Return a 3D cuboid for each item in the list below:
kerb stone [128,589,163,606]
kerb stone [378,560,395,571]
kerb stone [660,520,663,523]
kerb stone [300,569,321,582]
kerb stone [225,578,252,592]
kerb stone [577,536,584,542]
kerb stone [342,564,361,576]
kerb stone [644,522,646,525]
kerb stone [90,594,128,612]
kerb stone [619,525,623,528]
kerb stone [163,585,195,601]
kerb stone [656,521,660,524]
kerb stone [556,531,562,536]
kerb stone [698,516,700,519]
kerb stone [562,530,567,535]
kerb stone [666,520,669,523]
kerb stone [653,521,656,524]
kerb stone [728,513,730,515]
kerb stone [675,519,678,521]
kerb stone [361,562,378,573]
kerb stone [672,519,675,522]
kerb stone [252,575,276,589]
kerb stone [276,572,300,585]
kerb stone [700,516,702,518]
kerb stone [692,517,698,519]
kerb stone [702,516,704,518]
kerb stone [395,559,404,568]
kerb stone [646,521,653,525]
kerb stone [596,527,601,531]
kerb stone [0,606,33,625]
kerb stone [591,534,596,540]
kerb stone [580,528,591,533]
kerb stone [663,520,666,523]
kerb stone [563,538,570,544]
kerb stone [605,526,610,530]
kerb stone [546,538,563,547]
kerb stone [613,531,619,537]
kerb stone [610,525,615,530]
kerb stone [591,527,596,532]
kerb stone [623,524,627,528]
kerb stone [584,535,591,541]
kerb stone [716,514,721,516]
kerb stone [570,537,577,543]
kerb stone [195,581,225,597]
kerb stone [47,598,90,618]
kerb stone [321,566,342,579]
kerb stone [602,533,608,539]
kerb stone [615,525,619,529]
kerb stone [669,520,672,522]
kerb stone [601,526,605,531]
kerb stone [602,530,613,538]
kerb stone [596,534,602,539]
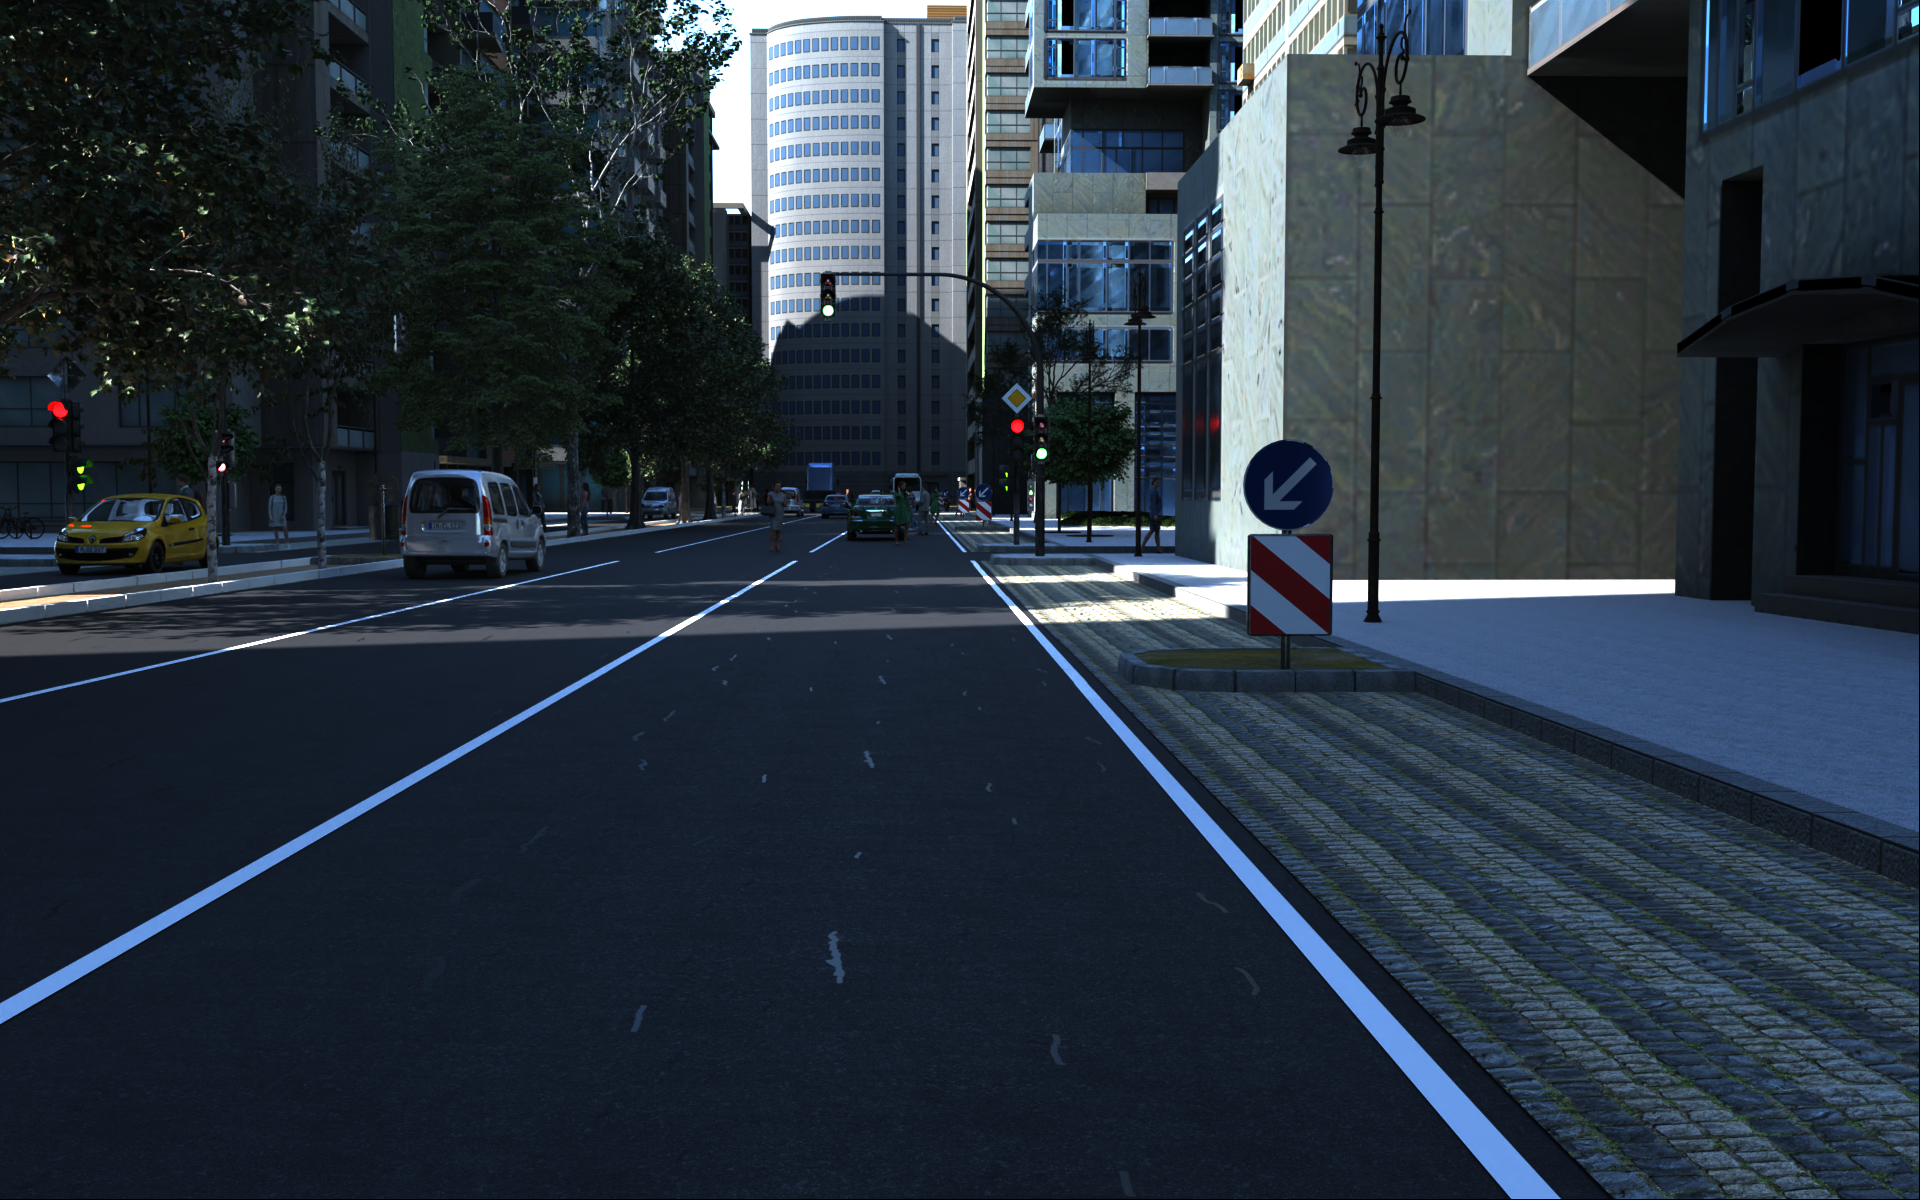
[{"bbox_3d":[-10.679,-0.021,22.539,0.120,0.150,1.000,0,4,-2],"label":"kerb stone"},{"bbox_3d":[-10.957,-0.646,32.782,0.120,0.150,1.000,0,4,-2],"label":"kerb stone"},{"bbox_3d":[-14.396,-3.683,82.432,0.120,0.150,1.000,0,4,-2],"label":"kerb stone"},{"bbox_3d":[-10.859,-0.397,28.684,0.120,0.150,1.000,0,4,-2],"label":"kerb stone"},{"bbox_3d":[-10.767,-0.205,25.614,0.120,0.150,1.000,0,4,-2],"label":"kerb stone"},{"bbox_3d":[-11.476,-1.801,51.731,0.120,0.150,1.000,0,4,-2],"label":"kerb stone"},{"bbox_3d":[-10.900,-0.522,30.735,0.120,0.150,1.000,0,4,-2],"label":"kerb stone"},{"bbox_3d":[-14.258,-3.371,77.309,0.120,0.150,1.000,0,4,-2],"label":"kerb stone"},{"bbox_3d":[-10.653,0.042,21.514,0.120,0.150,1.000,0,4,-2],"label":"kerb stone"},{"bbox_3d":[-14.093,-2.995,71.164,0.120,0.150,1.000,0,4,-2],"label":"kerb stone"},{"bbox_3d":[-10.708,-0.081,23.561,0.120,0.150,1.000,0,4,-2],"label":"kerb stone"},{"bbox_3d":[-14.365,-3.621,81.401,0.120,0.150,1.000,0,4,-2],"label":"kerb stone"},{"bbox_3d":[-13.761,-2.243,58.870,0.120,0.150,1.000,0,4,-2],"label":"kerb stone"},{"bbox_3d":[-14.784,-4.560,96.780,0.120,0.150,1.000,0,4,-2],"label":"kerb stone"},{"bbox_3d":[-13.796,-2.306,59.901,0.120,0.150,1.000,0,4,-2],"label":"kerb stone"},{"bbox_3d":[-14.447,-3.810,84.481,0.120,0.150,1.000,0,4,-2],"label":"kerb stone"},{"bbox_3d":[-14.342,-3.559,80.379,0.120,0.150,1.000,0,4,-2],"label":"kerb stone"},{"bbox_3d":[-15.192,-5.504,112.180,0.120,0.150,1.000,0,4,-2],"label":"kerb stone"},{"bbox_3d":[-14.530,-3.993,87.560,0.120,0.150,1.000,0,4,-2],"label":"kerb stone"},{"bbox_3d":[-10.931,-0.583,31.759,0.120,0.150,1.000,0,4,-2],"label":"kerb stone"},{"bbox_3d":[-14.510,-3.935,86.537,0.120,0.150,1.000,0,4,-2],"label":"kerb stone"},{"bbox_3d":[-10.798,-0.272,26.635,0.120,0.150,1.000,0,4,-2],"label":"kerb stone"},{"bbox_3d":[-10.822,-0.333,27.657,0.120,0.150,1.000,0,4,-2],"label":"kerb stone"},{"bbox_3d":[-14.815,-4.623,97.802,0.120,0.150,1.000,0,4,-2],"label":"kerb stone"},{"bbox_3d":[-14.754,-4.497,95.758,0.120,0.150,1.000,0,4,-2],"label":"kerb stone"},{"bbox_3d":[-14.832,-4.687,98.828,0.120,0.150,1.000,0,4,-2],"label":"kerb stone"},{"bbox_3d":[-10.988,-0.710,33.807,0.120,0.150,1.000,0,4,-2],"label":"kerb stone"},{"bbox_3d":[-14.315,-3.496,79.356,0.120,0.150,1.000,0,4,-2],"label":"kerb stone"},{"bbox_3d":[-13.953,-2.682,66.041,0.120,0.150,1.000,0,4,-2],"label":"kerb stone"},{"bbox_3d":[-10.601,0.167,19.471,0.120,0.150,1.000,0,4,-2],"label":"kerb stone"},{"bbox_3d":[-11.525,-1.929,53.782,0.120,0.150,1.000,0,4,-2],"label":"kerb stone"},{"bbox_3d":[-13.900,-2.555,63.995,0.120,0.150,1.000,0,4,-2],"label":"kerb stone"},{"bbox_3d":[-14.426,-3.743,83.458,0.120,0.150,1.000,0,4,-2],"label":"kerb stone"},{"bbox_3d":[-11.415,-1.681,49.683,0.120,0.150,1.000,0,4,-2],"label":"kerb stone"},{"bbox_3d":[-14.009,-2.807,68.087,0.120,0.150,1.000,0,4,-2],"label":"kerb stone"},{"bbox_3d":[-11.384,-1.617,48.658,0.120,0.150,1.000,0,4,-2],"label":"kerb stone"},{"bbox_3d":[-11.632,-2.177,57.880,0.120,0.150,1.000,0,4,-2],"label":"kerb stone"},{"bbox_3d":[-14.034,-2.864,69.118,0.120,0.150,1.000,0,4,-2],"label":"kerb stone"},{"bbox_3d":[-13.925,-2.619,65.017,0.120,0.150,1.000,0,4,-2],"label":"kerb stone"},{"bbox_3d":[-14.125,-3.058,72.186,0.120,0.150,1.000,0,4,-2],"label":"kerb stone"},{"bbox_3d":[-11.482,-1.869,52.760,0.120,0.150,1.000,0,4,-2],"label":"kerb stone"},{"bbox_3d":[-15.058,-5.190,107.049,0.120,0.150,1.000,0,4,-2],"label":"kerb stone"},{"bbox_3d":[-11.442,-1.737,50.706,0.120,0.150,1.000,0,4,-2],"label":"kerb stone"},{"bbox_3d":[-10.739,-0.142,24.592,0.120,0.150,1.000,0,4,-2],"label":"kerb stone"},{"bbox_3d":[-10.630,0.106,20.493,0.120,0.150,1.000,0,4,-2],"label":"kerb stone"},{"bbox_3d":[-10.875,-0.460,29.711,0.120,0.150,1.000,0,4,-2],"label":"kerb stone"},{"bbox_3d":[-11.581,-2.049,55.829,0.120,0.150,1.000,0,4,-2],"label":"kerb stone"},{"bbox_3d":[-14.067,-2.932,70.142,0.120,0.150,1.000,0,4,-2],"label":"kerb stone"},{"bbox_3d":[-14.478,-3.872,85.507,0.120,0.150,1.000,0,4,-2],"label":"kerb stone"},{"bbox_3d":[-13.986,-2.743,67.062,0.120,0.150,1.000,0,4,-2],"label":"kerb stone"},{"bbox_3d":[-11.614,-2.120,56.857,0.120,0.150,1.000,0,4,-2],"label":"kerb stone"},{"bbox_3d":[-11.555,-1.992,54.807,0.120,0.150,1.000,0,4,-2],"label":"kerb stone"}]
